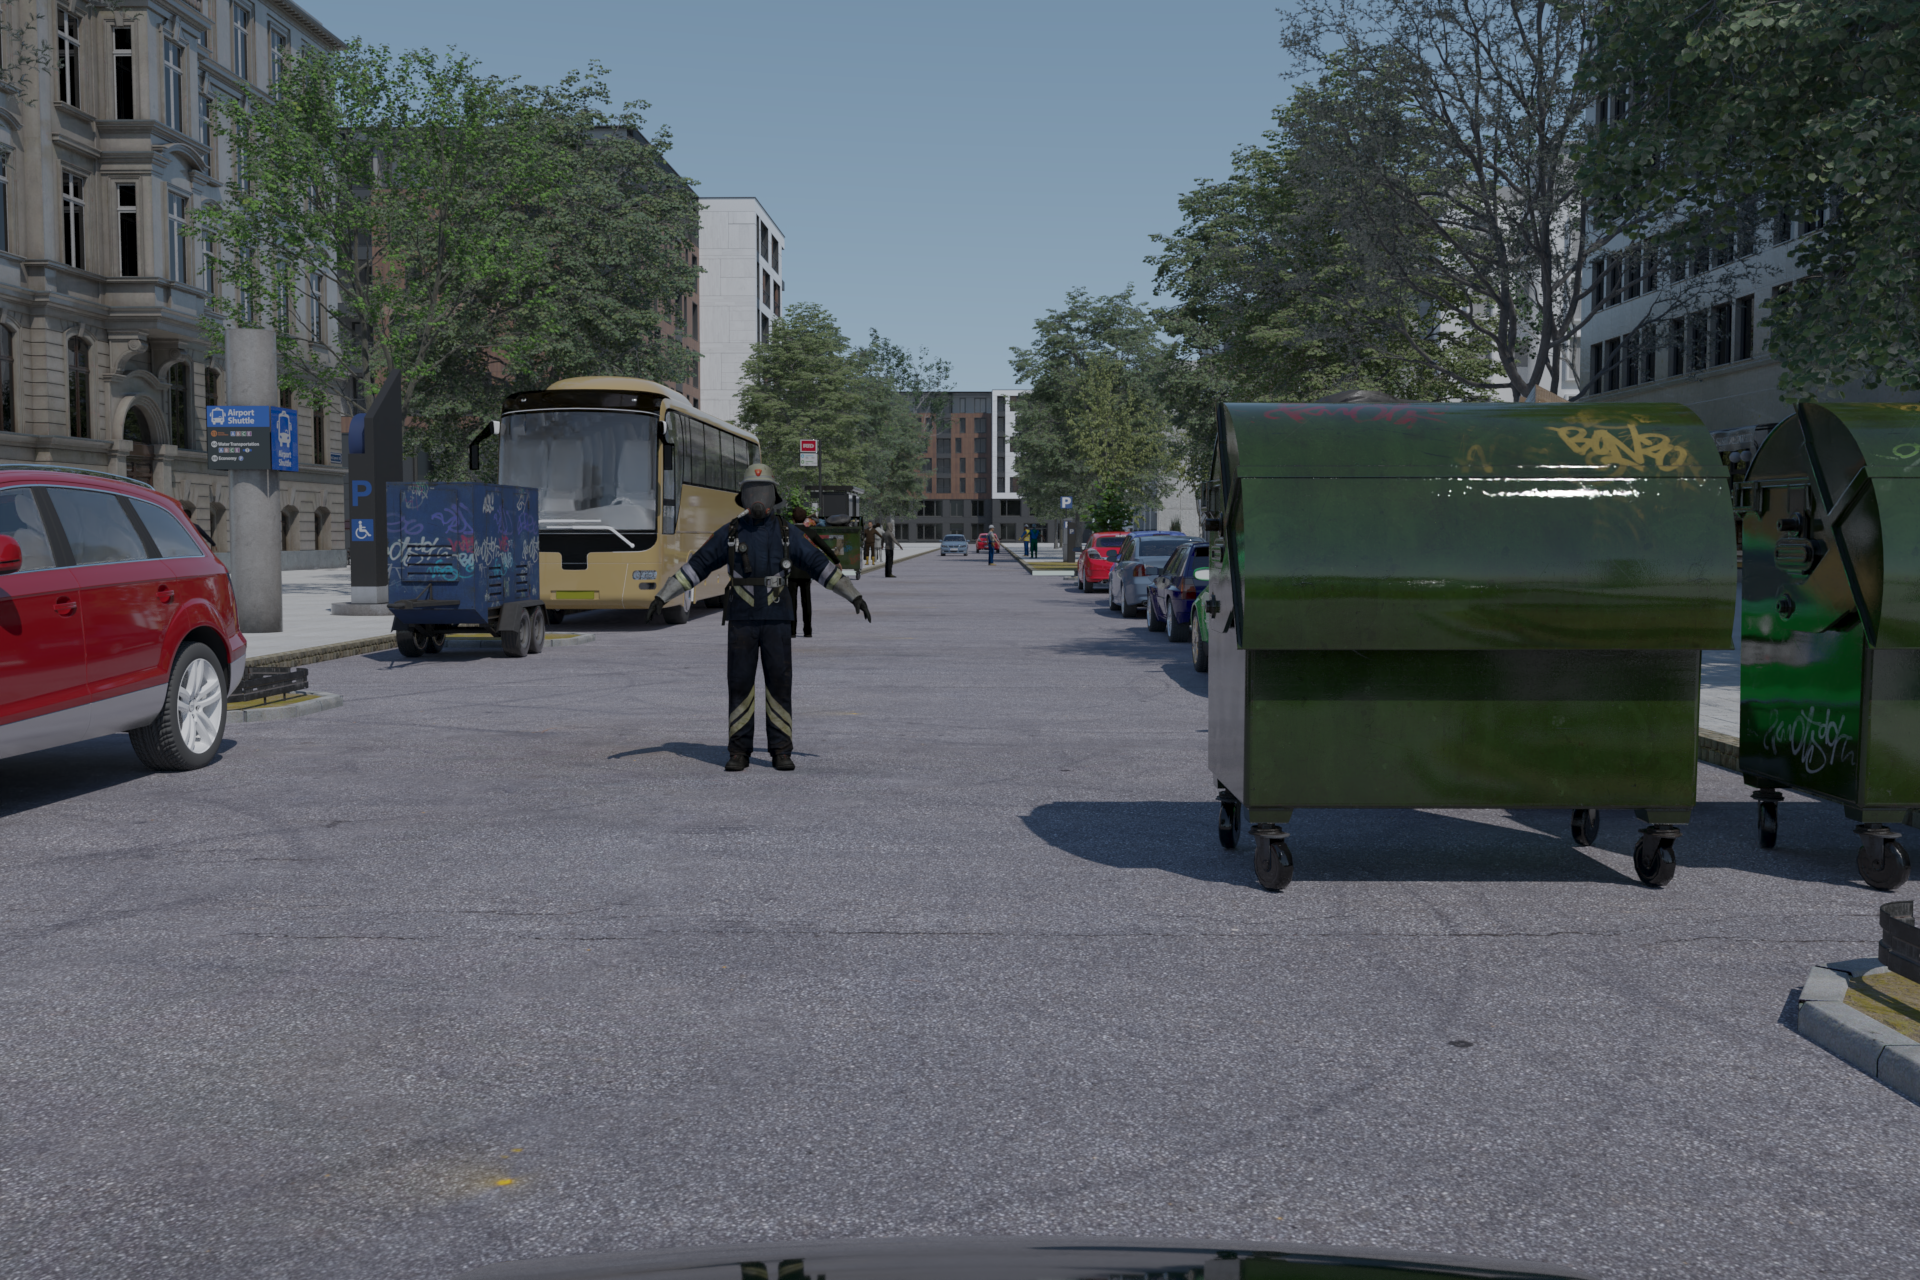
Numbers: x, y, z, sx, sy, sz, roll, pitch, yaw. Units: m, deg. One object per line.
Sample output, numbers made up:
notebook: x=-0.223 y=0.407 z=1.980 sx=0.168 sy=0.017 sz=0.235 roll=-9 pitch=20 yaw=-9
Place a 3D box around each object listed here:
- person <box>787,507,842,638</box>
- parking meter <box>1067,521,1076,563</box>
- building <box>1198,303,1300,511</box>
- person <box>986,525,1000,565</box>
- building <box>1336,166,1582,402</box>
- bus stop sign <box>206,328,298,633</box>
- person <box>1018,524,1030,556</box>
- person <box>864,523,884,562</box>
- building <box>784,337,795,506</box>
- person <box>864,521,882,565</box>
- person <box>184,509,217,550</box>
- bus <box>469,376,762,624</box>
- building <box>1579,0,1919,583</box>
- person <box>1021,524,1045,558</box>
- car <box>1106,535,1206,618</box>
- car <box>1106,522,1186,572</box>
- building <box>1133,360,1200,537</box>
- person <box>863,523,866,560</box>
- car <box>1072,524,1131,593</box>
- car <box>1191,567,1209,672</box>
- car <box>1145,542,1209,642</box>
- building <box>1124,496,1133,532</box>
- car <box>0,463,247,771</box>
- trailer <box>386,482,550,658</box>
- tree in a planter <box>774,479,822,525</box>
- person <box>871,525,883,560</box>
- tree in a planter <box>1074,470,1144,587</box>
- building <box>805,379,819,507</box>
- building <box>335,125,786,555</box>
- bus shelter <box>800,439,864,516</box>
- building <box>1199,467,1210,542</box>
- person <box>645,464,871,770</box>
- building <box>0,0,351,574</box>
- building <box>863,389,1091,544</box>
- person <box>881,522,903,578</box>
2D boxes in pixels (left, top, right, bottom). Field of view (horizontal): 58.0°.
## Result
person: x=-2.240 y=-0.938 z=23.981 sx=1.347 sy=1.806 sz=0.705 roll=-2 pitch=4 yaw=-24
parking meter: x=4.995 y=-4.382 z=77.360 sx=0.399 sy=1.863 sz=0.255 roll=0 pitch=4 yaw=1
building: x=24.969 y=-17.502 z=142.576 sx=16.016 sy=20.090 sz=11.380 roll=0 pitch=4 yaw=1
person: x=1.456 y=-4.329 z=79.091 sx=0.705 sy=1.847 sz=1.347 roll=-1 pitch=4 yaw=-22
building: x=25.808 y=-14.631 z=95.631 sx=16.016 sy=20.090 sz=11.380 roll=0 pitch=4 yaw=1
bus stop sign: x=-9.191 y=-2.051 z=22.551 sx=0.837 sy=3.901 sz=0.837 roll=0 pitch=4 yaw=2
person: x=3.780 y=-5.717 z=99.440 sx=0.705 sy=1.833 sz=1.349 roll=2 pitch=4 yaw=31
person: x=-3.744 y=-4.470 z=79.270 sx=1.347 sy=1.806 sz=0.705 roll=0 pitch=4 yaw=-3
building: x=-22.451 y=-18.613 z=135.244 sx=19.493 sy=23.208 sz=18.063 roll=0 pitch=4 yaw=2
person: x=-3.719 y=-4.010 z=71.699 sx=1.346 sy=1.812 sz=0.704 roll=0 pitch=4 yaw=6
person: x=-16.843 y=-1.940 z=37.761 sx=1.345 sy=1.823 sz=0.704 roll=-3 pitch=5 yaw=-45
bus: x=-5.499 y=-2.398 z=30.749 sx=2.896 sy=3.916 sz=12.252 roll=0 pitch=4 yaw=1
building: x=29.749 y=-14.458 z=38.553 sx=24.374 sy=26.755 sz=37.873 roll=0 pitch=4 yaw=1
person: x=3.880 y=-5.204 z=91.214 sx=1.347 sy=1.817 sz=0.704 roll=-1 pitch=4 yaw=-22
car: x=3.659 y=-1.160 z=30.963 sx=2.014 sy=1.417 sz=4.499 roll=0 pitch=4 yaw=0
car: x=3.976 y=-1.577 z=35.376 sx=1.945 sy=1.707 sz=3.694 roll=0 pitch=4 yaw=1
building: x=28.071 y=-19.464 z=184.695 sx=16.747 sy=18.905 sz=31.486 roll=0 pitch=4 yaw=1
person: x=-4.725 y=-4.813 z=84.627 sx=1.347 sy=1.837 sz=0.705 roll=2 pitch=4 yaw=30
car: x=3.912 y=-2.104 z=43.445 sx=2.155 sy=1.783 sz=4.494 roll=0 pitch=4 yaw=1
car: x=3.290 y=-0.477 z=16.597 sx=1.959 sy=1.807 sz=4.718 roll=0 pitch=4 yaw=1
car: x=3.623 y=-0.715 z=24.273 sx=1.945 sy=1.354 sz=3.894 roll=0 pitch=3 yaw=0
building: x=24.942 y=-17.377 z=226.264 sx=9.099 sy=9.664 sz=28.070 roll=0 pitch=4 yaw=1
car: x=-5.656 y=-0.023 z=9.054 sx=2.281 sy=1.827 sz=5.304 roll=0 pitch=4 yaw=1
trailer: x=-5.771 y=-0.773 z=19.688 sx=1.471 sy=1.999 sz=3.904 roll=0 pitch=4 yaw=1
tree in a planter: x=-5.350 y=-3.620 z=56.409 sx=1.991 sy=3.239 sz=1.994 roll=0 pitch=4 yaw=1
person: x=-4.246 y=-4.844 z=85.924 sx=1.216 sy=1.740 sz=0.721 roll=0 pitch=4 yaw=-5
tree in a planter: x=4.181 y=-3.115 z=48.149 sx=1.991 sy=3.239 sz=1.994 roll=0 pitch=4 yaw=1
building: x=-24.550 y=-20.071 z=194.623 sx=16.747 sy=18.905 sz=31.486 roll=0 pitch=4 yaw=1
building: x=-26.370 y=-15.871 z=103.472 sx=27.936 sy=21.610 sz=32.646 roll=0 pitch=4 yaw=2
bus shelter: x=-5.617 y=-6.012 z=75.929 sx=2.179 sy=5.291 sz=8.768 roll=0 pitch=4 yaw=1
building: x=21.794 y=-10.459 z=113.147 sx=9.099 sy=9.664 sz=28.070 roll=0 pitch=4 yaw=1
person: x=-1.219 y=-0.140 z=10.519 sx=1.354 sy=1.856 sz=0.705 roll=0 pitch=4 yaw=-5
building: x=-28.699 y=-14.021 z=48.329 sx=14.460 sy=24.649 sz=34.723 roll=0 pitch=4 yaw=1
building: x=2.273 y=-25.085 z=256.568 sx=32.646 sy=21.610 sz=27.936 roll=0 pitch=4 yaw=0
person: x=-2.298 y=-2.960 z=56.978 sx=0.705 sy=1.813 sz=1.348 roll=-2 pitch=4 yaw=-32
